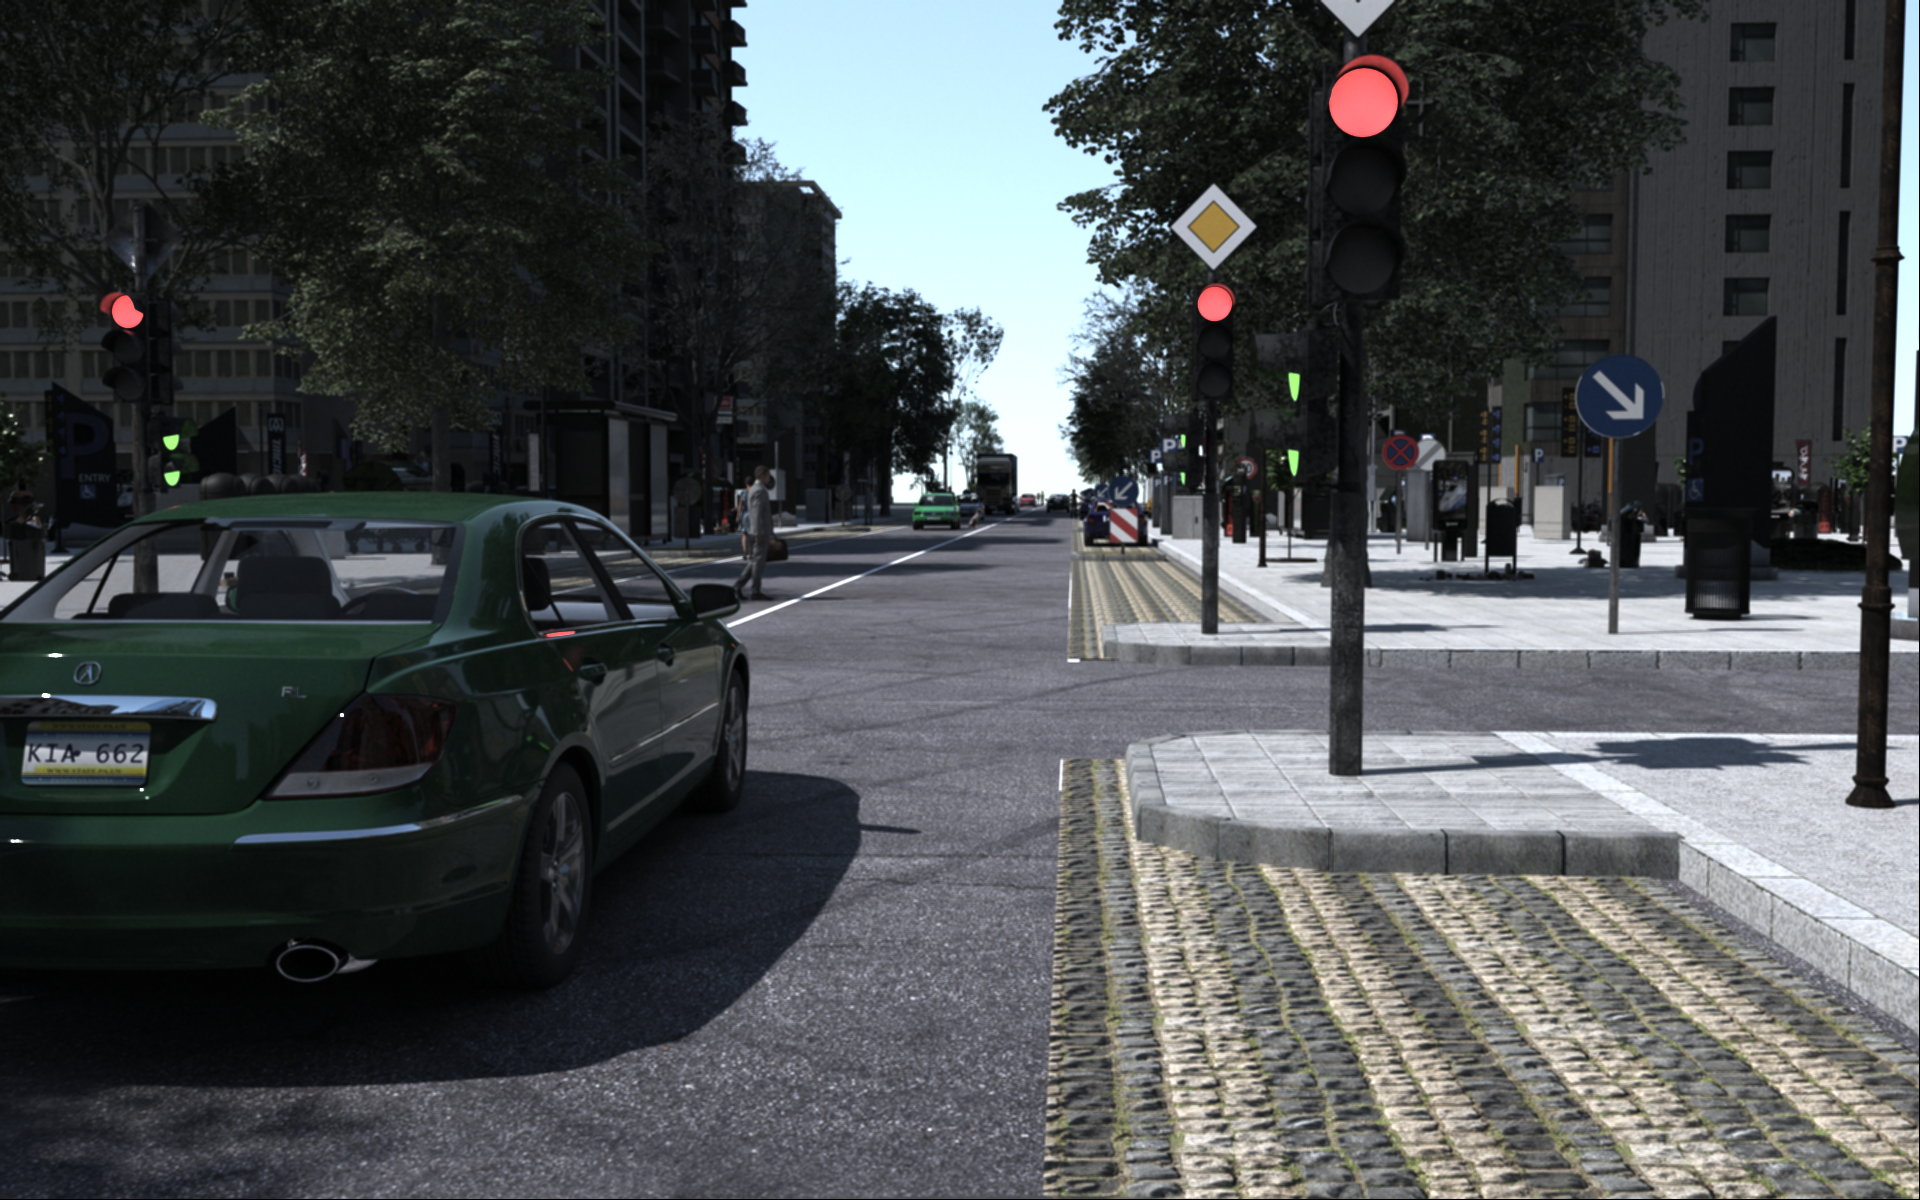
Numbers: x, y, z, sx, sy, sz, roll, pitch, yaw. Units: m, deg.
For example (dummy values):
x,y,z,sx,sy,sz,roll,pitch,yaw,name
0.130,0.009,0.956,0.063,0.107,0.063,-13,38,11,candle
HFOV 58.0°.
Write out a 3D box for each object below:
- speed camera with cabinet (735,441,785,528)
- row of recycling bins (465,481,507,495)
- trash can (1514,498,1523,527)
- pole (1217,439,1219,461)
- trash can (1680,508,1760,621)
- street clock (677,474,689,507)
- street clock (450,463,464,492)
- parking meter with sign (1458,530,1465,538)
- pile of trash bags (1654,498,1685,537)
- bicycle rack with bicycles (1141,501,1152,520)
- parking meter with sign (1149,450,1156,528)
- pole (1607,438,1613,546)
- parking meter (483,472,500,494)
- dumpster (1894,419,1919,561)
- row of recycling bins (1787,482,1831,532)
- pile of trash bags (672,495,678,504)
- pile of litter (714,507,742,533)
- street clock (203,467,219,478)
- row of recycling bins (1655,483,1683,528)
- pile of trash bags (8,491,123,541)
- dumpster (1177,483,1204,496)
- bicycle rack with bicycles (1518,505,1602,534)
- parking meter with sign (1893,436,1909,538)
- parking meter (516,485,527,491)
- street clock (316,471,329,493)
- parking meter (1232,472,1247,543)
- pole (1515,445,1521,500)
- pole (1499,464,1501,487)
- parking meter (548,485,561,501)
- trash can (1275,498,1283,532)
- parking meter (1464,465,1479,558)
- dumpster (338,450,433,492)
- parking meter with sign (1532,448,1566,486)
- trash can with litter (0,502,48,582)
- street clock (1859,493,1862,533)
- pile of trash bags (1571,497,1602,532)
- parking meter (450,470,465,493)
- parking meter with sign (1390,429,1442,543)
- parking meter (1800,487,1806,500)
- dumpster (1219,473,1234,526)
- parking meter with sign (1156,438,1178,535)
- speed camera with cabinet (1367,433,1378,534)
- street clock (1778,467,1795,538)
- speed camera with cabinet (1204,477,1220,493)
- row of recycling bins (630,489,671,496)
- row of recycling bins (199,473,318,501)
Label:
x,y,z,sx,sy,sz,roll,pitch,yaw,name
-7.558,-4.345,65.380,2.038,3.252,0.660,2,4,33,speed camera with cabinet
-15.492,-2.928,54.982,3.534,1.692,1.069,3,4,38,row of recycling bins
21.379,-3.381,66.937,0.748,1.137,0.748,0,3,0,trash can
9.550,-4.336,64.742,0.158,3.312,0.155,0,3,0,pole
7.776,-0.373,17.756,0.748,1.137,0.748,0,3,0,trash can
-9.923,-3.527,62.233,0.471,2.002,0.358,-1,4,-10,street clock
-11.664,-2.163,39.930,0.471,2.002,0.358,2,4,34,street clock
14.207,-3.320,50.543,1.738,3.016,0.543,-2,4,-34,parking meter with sign
22.169,-2.598,52.236,3.447,1.369,1.912,2,4,28,pile of trash bags
9.970,-4.320,84.014,2.925,0.926,2.852,-1,4,-22,bicycle rack with bicycles
7.621,-4.325,66.971,0.543,3.016,1.738,0,4,4,parking meter with sign
16.037,-2.983,42.613,0.158,3.312,0.155,0,3,0,pole
-12.311,-2.434,45.503,0.399,1.863,0.255,2,4,31,parking meter
4.933,-0.269,6.891,1.502,2.255,1.985,0,4,4,dumpster
27.898,-3.194,59.340,3.534,1.692,1.069,1,4,20,row of recycling bins
-13.318,-4.132,77.306,1.912,1.369,3.447,0,4,1,pile of trash bags
-7.751,-2.659,57.440,1.176,0.858,1.719,0,4,-8,pile of litter
-20.135,-2.573,46.642,0.358,2.002,0.471,0,4,2,street clock
26.557,-3.570,65.484,1.069,1.692,3.534,2,4,33,row of recycling bins
-23.984,-2.267,46.811,1.912,1.369,3.447,2,4,28,pile of trash bags
9.365,-3.990,71.000,1.264,1.857,1.865,0,4,4,dumpster
19.710,-2.671,57.058,2.852,0.926,2.925,-1,4,-18,bicycle rack with bicycles
27.834,-3.345,50.954,0.543,3.016,1.738,1,4,12,parking meter with sign
-12.756,-2.574,50.504,0.372,1.533,0.369,0,3,0,parking meter
-19.953,-3.039,54.265,0.358,2.002,0.471,-3,5,-40,street clock
7.276,-2.407,45.073,0.255,1.863,0.399,2,4,32,parking meter
23.125,-4.770,71.839,0.158,3.312,0.155,0,3,0,pole
27.978,-5.858,89.627,0.158,3.312,0.155,0,3,0,pole
-11.046,-2.372,47.195,0.372,1.533,0.369,0,3,0,parking meter
11.161,-2.917,59.351,0.748,1.137,0.748,0,3,0,trash can
10.372,-1.799,35.122,0.255,1.863,0.399,1,4,17,parking meter
-12.489,-2.158,37.783,1.502,2.255,1.985,0,4,4,dumpster
22.293,-4.202,64.964,0.543,3.016,1.738,-2,4,-28,parking meter with sign
-13.999,-0.861,25.460,1.055,1.170,0.624,-1,4,-13,trash can with litter
29.689,-3.228,57.342,0.358,2.002,0.471,-2,4,-24,street clock
21.332,-3.121,60.788,1.912,1.369,3.447,0,4,-1,pile of trash bags
-12.041,-2.182,41.387,0.399,1.863,0.255,1,4,20,parking meter
12.304,-3.055,46.211,0.543,3.016,1.738,-2,4,-34,parking meter with sign
29.685,-3.224,61.127,0.372,1.533,0.369,0,3,0,parking meter
10.602,-3.875,65.852,1.502,2.255,1.985,0,4,4,dumpster
6.566,-3.572,54.656,0.543,3.016,1.738,0,4,5,parking meter with sign
13.418,-3.832,56.983,0.660,3.252,2.038,1,4,15,speed camera with cabinet
21.987,-2.549,46.244,0.471,2.002,0.358,1,4,12,street clock
12.961,-5.637,86.507,0.660,3.252,2.038,-2,4,-25,speed camera with cabinet
-11.074,-3.292,60.938,1.069,1.692,3.534,1,4,9,row of recycling bins
-14.086,-1.709,35.062,1.069,1.692,3.534,1,4,9,row of recycling bins
